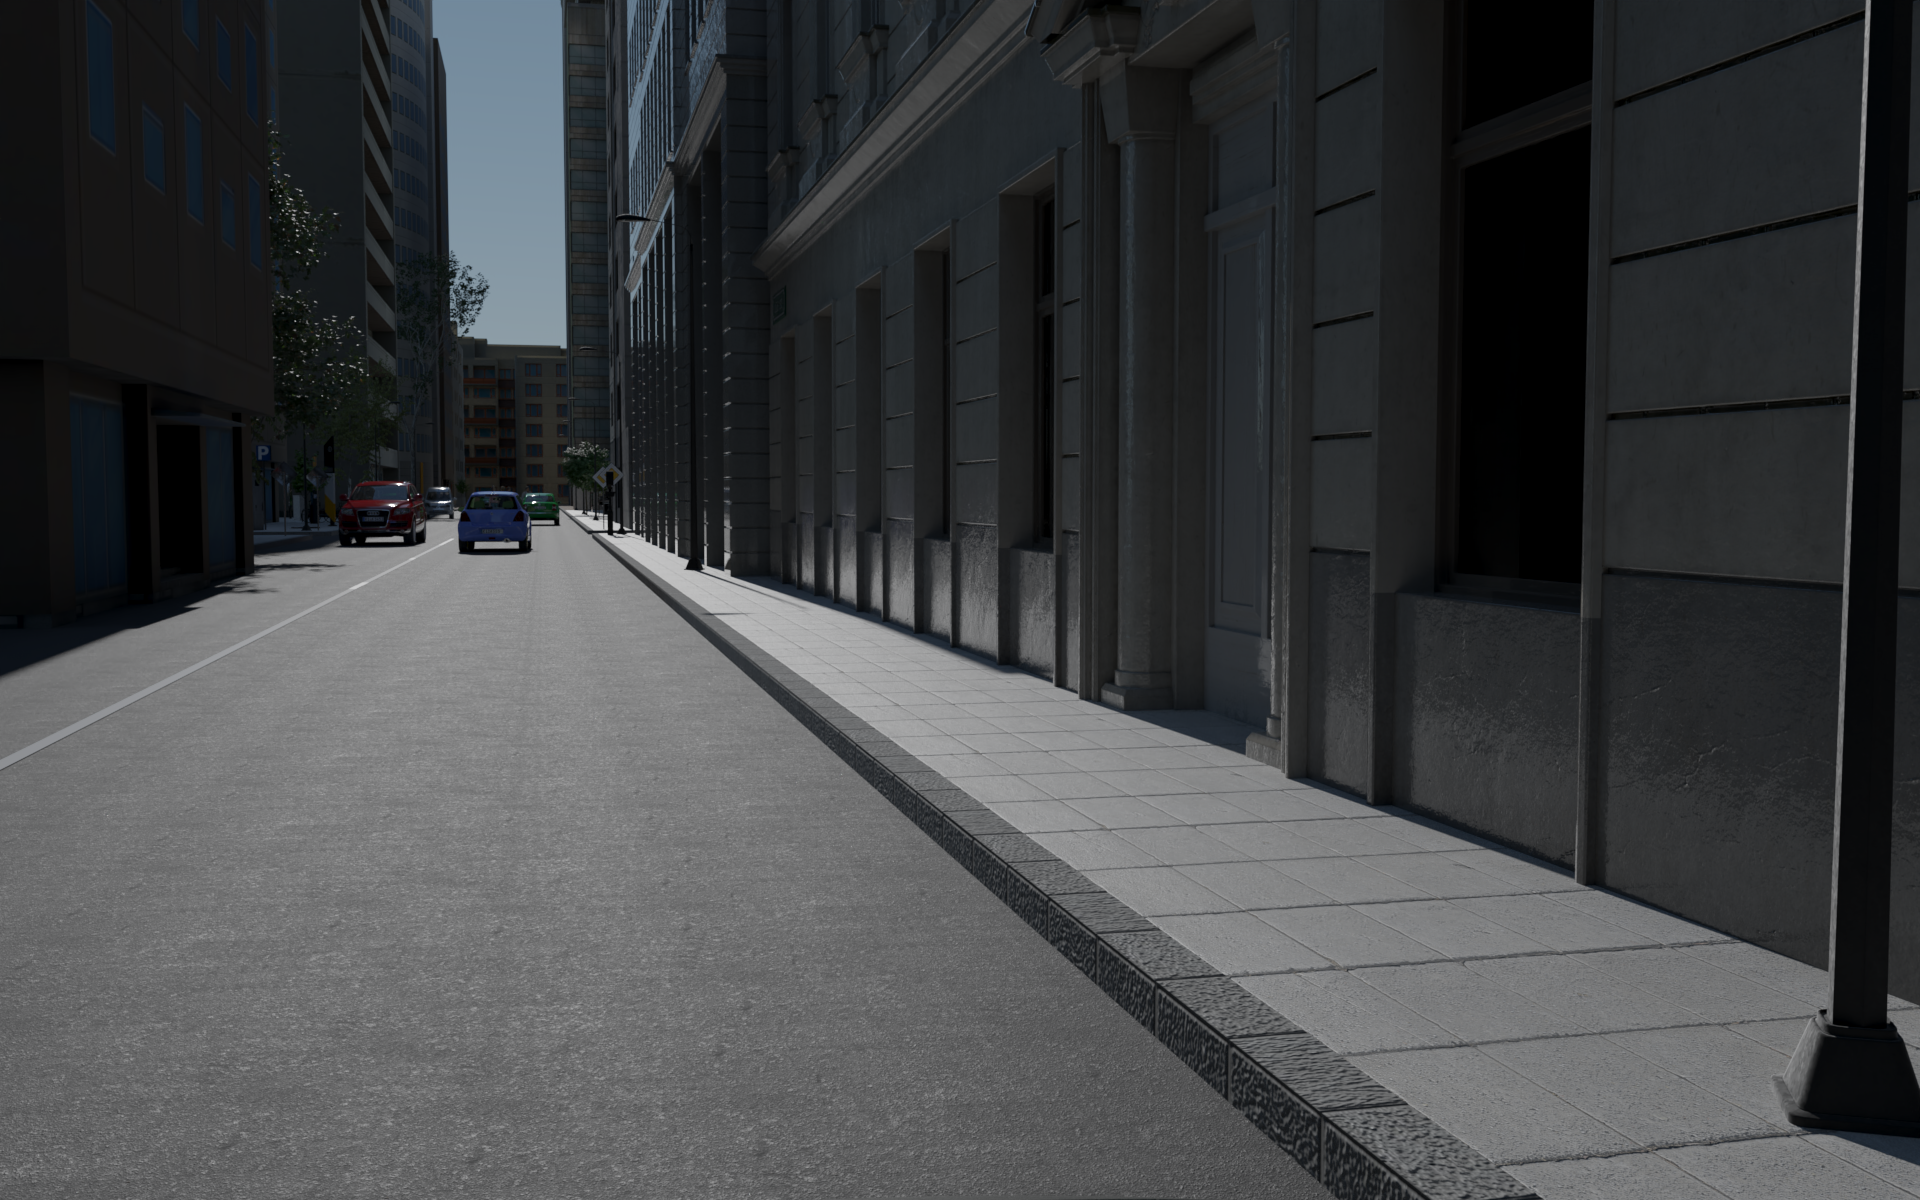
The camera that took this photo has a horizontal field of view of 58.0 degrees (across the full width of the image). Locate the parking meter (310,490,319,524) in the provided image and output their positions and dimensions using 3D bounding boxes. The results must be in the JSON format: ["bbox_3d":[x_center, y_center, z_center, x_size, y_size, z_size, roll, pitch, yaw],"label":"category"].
[{"bbox_3d":[-27.874,-4.059,74.779,0.372,1.533,0.369,0,3,0],"label":"parking meter"}]

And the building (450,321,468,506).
[{"bbox_3d":[-70.301,-21.155,190.926,28.899,21.520,27.650,-1,4,-14],"label":"building"}]

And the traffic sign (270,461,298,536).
[{"bbox_3d":[-20.597,-3.008,52.826,0.795,2.450,0.064,-1,4,-14],"label":"traffic sign"}]

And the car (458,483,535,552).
[{"bbox_3d":[-11.883,-2.126,44.356,1.945,1.707,3.694,-1,4,-12],"label":"car"}]

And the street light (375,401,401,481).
[{"bbox_3d":[-28.676,-6.983,86.716,1.470,5.913,1.316,-1,4,-14],"label":"street light"}]

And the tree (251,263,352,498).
[{"bbox_3d":[-20.415,-6.052,49.319,4.737,8.622,4.395,0,3,0],"label":"tree"}]

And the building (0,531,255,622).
[{"bbox_3d":[-17.625,-22.749,22.062,14.600,45.320,14.200,-1,4,-14],"label":"building"}]

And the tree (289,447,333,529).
[{"bbox_3d":[-24.500,-4.284,64.651,1.663,3.219,1.824,0,3,0],"label":"tree"}]

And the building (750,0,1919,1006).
[{"bbox_3d":[9.813,-14.062,6.330,17.030,29.872,44.131,-1,4,-14],"label":"building"}]

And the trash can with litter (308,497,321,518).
[{"bbox_3d":[-34.752,-4.971,92.670,1.055,1.170,0.624,1,4,18],"label":"trash can with litter"}]

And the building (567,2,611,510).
[{"bbox_3d":[-26.575,-28.516,149.825,14.154,41.232,14.086,-1,4,-14],"label":"building"}]

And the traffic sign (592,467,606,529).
[{"bbox_3d":[-12.942,-3.622,62.857,0.795,2.450,0.064,-1,4,-14],"label":"traffic sign"}]

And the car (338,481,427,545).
[{"bbox_3d":[-16.714,-2.544,50.274,2.281,1.827,5.304,-1,4,-12],"label":"car"}]

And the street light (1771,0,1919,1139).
[{"bbox_3d":[1.333,-1.882,3.306,1.470,5.913,1.316,-1,4,-14],"label":"street light"}]

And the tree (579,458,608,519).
[{"bbox_3d":[-18.941,-5.895,90.986,1.663,3.219,1.824,0,3,0],"label":"tree"}]

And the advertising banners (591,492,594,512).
[{"bbox_3d":[-25.870,-7.676,121.683,0.090,3.025,2.074,-1,4,-16],"label":"advertising banners"}]

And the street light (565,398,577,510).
[{"bbox_3d":[-18.214,-6.808,83.845,1.470,5.913,1.316,-1,4,-14],"label":"street light"}]

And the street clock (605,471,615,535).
[{"bbox_3d":[-10.911,-3.023,54.002,0.358,2.002,0.471,-1,4,-10],"label":"street clock"}]

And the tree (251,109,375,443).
[{"bbox_3d":[-18.348,-7.453,38.863,9.611,12.733,9.660,0,3,0],"label":"tree"}]

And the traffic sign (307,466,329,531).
[{"bbox_3d":[-22.469,-3.483,60.589,0.795,2.450,0.064,-1,4,-14],"label":"traffic sign"}]

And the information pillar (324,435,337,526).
[{"bbox_3d":[-25.084,-4.746,68.952,0.504,3.616,0.183,2,4,25],"label":"information pillar"}]

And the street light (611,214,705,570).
[{"bbox_3d":[-5.027,-3.455,29.038,1.470,5.913,1.316,-1,4,-14],"label":"street light"}]

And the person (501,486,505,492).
[{"bbox_3d":[-20.424,-4.198,77.551,0.576,1.772,0.534,-2,4,-28],"label":"person"}]

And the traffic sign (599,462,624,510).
[{"bbox_3d":[-11.070,-3.147,55.094,0.795,2.450,0.064,-1,4,-14],"label":"traffic sign"}]

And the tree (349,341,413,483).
[{"bbox_3d":[-29.345,-8.076,82.400,4.737,8.622,4.395,0,3,0],"label":"tree"}]

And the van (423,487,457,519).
[{"bbox_3d":[-30.544,-5.781,101.523,2.013,2.044,4.112,-1,4,-15],"label":"van"}]

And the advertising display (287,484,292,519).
[{"bbox_3d":[-34.940,-5.203,90.285,0.123,1.923,0.974,-2,4,-28],"label":"advertising display"}]

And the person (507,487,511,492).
[{"bbox_3d":[-26.926,-5.814,103.336,0.755,1.850,0.659,0,4,-3],"label":"person"}]

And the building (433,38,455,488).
[{"bbox_3d":[-56.550,-31.574,166.350,14.600,45.320,14.200,-1,4,-14],"label":"building"}]

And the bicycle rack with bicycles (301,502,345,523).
[{"bbox_3d":[-28.578,-3.990,78.624,2.925,0.926,2.852,-2,4,-30],"label":"bicycle rack with bicycles"}]

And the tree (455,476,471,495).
[{"bbox_3d":[-51.648,-11.339,179.986,1.663,3.219,1.824,0,3,0],"label":"tree"}]

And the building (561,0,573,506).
[{"bbox_3d":[-34.324,-40.103,197.677,21.231,58.520,28.212,-1,4,-14],"label":"building"}]

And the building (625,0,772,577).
[{"bbox_3d":[-1.777,-16.147,41.503,11.434,29.767,29.804,-1,4,-14],"label":"building"}]

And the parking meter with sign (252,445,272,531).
[{"bbox_3d":[-24.975,-3.966,61.100,0.543,3.016,1.738,0,4,8],"label":"parking meter with sign"}]

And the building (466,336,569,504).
[{"bbox_3d":[-63.865,-23.403,227.672,28.899,21.520,27.650,-1,4,-14],"label":"building"}]

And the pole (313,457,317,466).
[{"bbox_3d":[-35.056,-6.137,94.189,0.158,3.312,0.155,0,3,0],"label":"pole"}]

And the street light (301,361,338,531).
[{"bbox_3d":[-22.304,-5.376,60.445,1.470,5.913,1.316,-1,4,-14],"label":"street light"}]

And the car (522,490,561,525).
[{"bbox_3d":[-19.562,-4.394,80.640,1.959,1.807,4.718,-1,4,-13],"label":"car"}]

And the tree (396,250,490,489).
[{"bbox_3d":[-40.440,-16.400,124.027,12.611,20.169,13.585,0,3,0],"label":"tree"}]

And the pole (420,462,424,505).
[{"bbox_3d":[-34.747,-7.215,111.814,0.158,3.312,0.155,0,3,0],"label":"pole"}]

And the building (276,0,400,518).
[{"bbox_3d":[-45.382,-29.246,101.879,21.300,48.544,21.600,-1,4,-14],"label":"building"}]

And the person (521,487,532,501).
[{"bbox_3d":[-23.860,-5.331,95.512,0.661,1.843,0.795,-2,4,-26],"label":"person"}]

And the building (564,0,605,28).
[{"bbox_3d":[-23.998,-35.608,171.436,28.713,52.752,27.495,-1,4,-14],"label":"building"}]

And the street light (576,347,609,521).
[{"bbox_3d":[-11.324,-5.042,54.985,1.470,5.913,1.316,-1,4,-14],"label":"street light"}]

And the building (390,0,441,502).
[{"bbox_3d":[-55.354,-36.819,143.981,21.231,58.520,28.212,-1,4,-14],"label":"building"}]

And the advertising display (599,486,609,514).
[{"bbox_3d":[-22.274,-6.343,108.915,0.974,1.923,0.123,-1,4,-15],"label":"advertising display"}]

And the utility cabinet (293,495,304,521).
[{"bbox_3d":[-32.154,-4.476,84.337,0.306,1.237,1.020,-3,4,-38],"label":"utility cabinet"}]

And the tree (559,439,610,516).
[{"bbox_3d":[-22.442,-7.372,104.242,4.285,4.588,4.351,0,3,0],"label":"tree"}]

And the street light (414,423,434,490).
[{"bbox_3d":[-34.822,-8.562,112.524,1.470,5.913,1.316,-1,4,-14],"label":"street light"}]

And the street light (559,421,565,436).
[{"bbox_3d":[-24.395,-8.384,109.620,1.470,5.913,1.316,-1,4,-14],"label":"street light"}]

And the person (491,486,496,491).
[{"bbox_3d":[-22.284,-4.545,82.827,0.388,1.821,0.555,3,4,38],"label":"person"}]

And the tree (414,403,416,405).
[{"bbox_3d":[-30.693,-8.571,90.493,4.737,8.622,4.395,0,3,0],"label":"tree"}]

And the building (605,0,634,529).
[{"bbox_3d":[-4.383,-38.827,73.069,20.611,71.187,20.563,-1,4,-14],"label":"building"}]
